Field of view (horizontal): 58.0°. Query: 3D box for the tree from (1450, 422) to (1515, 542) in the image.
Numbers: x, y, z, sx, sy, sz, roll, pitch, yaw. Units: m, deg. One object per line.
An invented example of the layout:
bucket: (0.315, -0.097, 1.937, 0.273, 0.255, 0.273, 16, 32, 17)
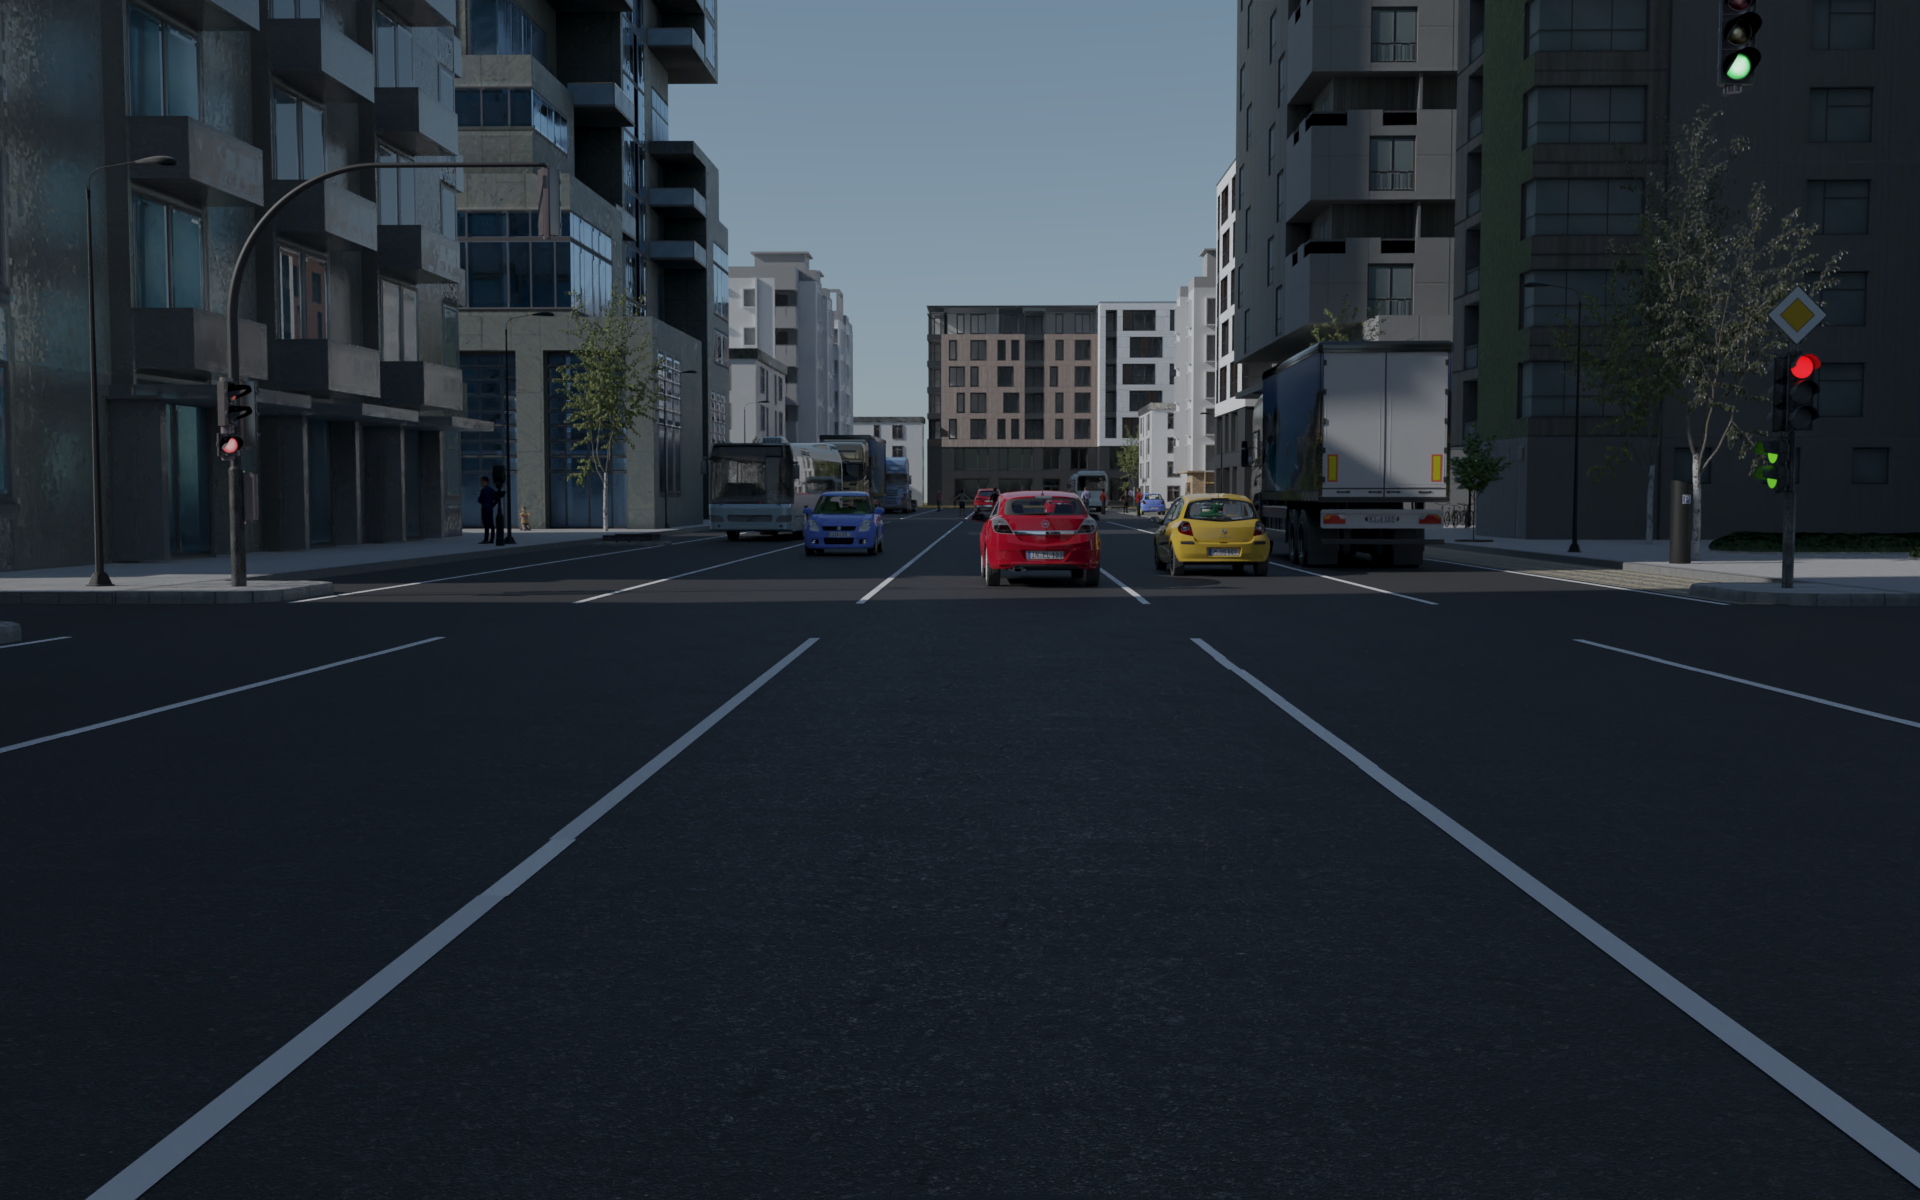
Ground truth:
tree: (13.793, -3.189, 46.735, 1.663, 3.219, 1.824, 0, 3, 0)

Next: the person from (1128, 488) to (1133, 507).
person: (16.625, -9.994, 169.318, 0.709, 1.838, 0.599, -1, 4, -22)

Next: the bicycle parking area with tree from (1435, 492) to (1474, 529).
bicycle parking area with tree: (22.485, -4.917, 67.389, 8.231, 4.147, 9.016, 1, 4, 16)

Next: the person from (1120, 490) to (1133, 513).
person: (12.326, -7.280, 128.244, 1.217, 1.735, 0.721, -2, 4, -29)

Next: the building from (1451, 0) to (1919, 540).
building: (23.071, -22.664, 54.151, 14.154, 41.232, 14.086, 0, 4, 1)

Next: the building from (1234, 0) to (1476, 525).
building: (28.618, -30.247, 83.782, 28.713, 52.752, 27.495, 0, 4, 1)

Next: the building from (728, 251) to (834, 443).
building: (-18.437, -16.929, 133.206, 16.016, 20.091, 11.380, 0, 4, 1)

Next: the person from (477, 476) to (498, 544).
person: (-12.266, -2.325, 44.762, 0.504, 1.737, 0.576, 1, 4, 12)

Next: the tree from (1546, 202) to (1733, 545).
tree: (17.431, -5.725, 43.971, 4.737, 8.622, 4.395, 0, 3, 0)

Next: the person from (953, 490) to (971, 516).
person: (0.138, -6.356, 113.212, 1.217, 1.735, 0.721, 0, 4, 0)

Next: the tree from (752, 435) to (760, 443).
tree: (-11.406, -6.906, 96.635, 4.285, 4.588, 4.351, 0, 3, 0)

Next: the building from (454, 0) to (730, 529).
building: (-21.968, -46.701, 76.240, 22.319, 86.520, 31.000, 0, 4, 1)

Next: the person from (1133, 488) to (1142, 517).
person: (11.239, -6.167, 109.269, 0.705, 1.831, 1.348, -1, 4, -15)

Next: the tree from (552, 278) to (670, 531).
tree: (-12.213, -6.700, 59.900, 4.737, 8.622, 4.395, 0, 3, 0)

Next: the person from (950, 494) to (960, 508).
person: (-0.538, -9.931, 174.137, 1.065, 1.426, 0.557, 1, 4, 12)

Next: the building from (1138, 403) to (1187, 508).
building: (22.029, -13.276, 159.211, 9.099, 9.664, 28.070, 0, 4, 1)

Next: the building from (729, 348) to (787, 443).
building: (-15.862, -10.497, 113.778, 9.099, 9.664, 28.070, 0, 4, 1)

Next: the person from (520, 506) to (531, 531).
person: (-15.169, -2.845, 60.484, 0.347, 0.859, 0.695, -2, 4, -28)

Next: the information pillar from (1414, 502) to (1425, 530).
information pillar: (13.548, -2.846, 51.025, 0.304, 2.012, 0.304, 1, 4, 16)

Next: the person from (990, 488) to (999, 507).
person: (2.399, -6.635, 116.614, 0.705, 1.869, 1.348, -3, 4, -37)

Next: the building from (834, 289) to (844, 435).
building: (-18.444, -17.624, 144.567, 16.016, 20.091, 11.380, 0, 4, 1)

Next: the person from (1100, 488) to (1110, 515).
person: (9.982, -6.823, 120.011, 0.705, 1.831, 1.348, -1, 4, -23)

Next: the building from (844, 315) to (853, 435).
building: (-16.249, -18.958, 166.388, 11.380, 20.091, 16.016, 0, 4, 1)

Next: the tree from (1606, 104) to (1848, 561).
tree: (14.186, -5.049, 32.915, 4.360, 8.622, 3.978, 0, 3, 0)

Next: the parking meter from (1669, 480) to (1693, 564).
parking meter: (13.299, -1.440, 31.947, 0.372, 1.533, 0.369, 0, 3, 0)

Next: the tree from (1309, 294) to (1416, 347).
tree: (14.688, -6.991, 64.667, 4.737, 8.622, 4.395, 0, 3, 0)

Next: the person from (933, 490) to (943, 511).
person: (-1.809, -8.201, 143.305, 0.721, 1.743, 1.217, -3, 4, -38)

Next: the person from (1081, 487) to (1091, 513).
person: (7.426, -5.757, 102.493, 0.709, 1.838, 0.599, -1, 4, -12)

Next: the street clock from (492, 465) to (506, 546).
street clock: (-11.388, -2.341, 42.838, 0.358, 2.002, 0.471, 0, 4, -2)

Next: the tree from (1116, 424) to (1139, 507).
tree: (17.727, -13.812, 176.190, 4.737, 8.622, 4.395, 0, 3, 0)

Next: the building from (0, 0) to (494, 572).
building: (-25.028, -25.638, 38.785, 23.786, 49.044, 30.456, 0, 4, 1)
